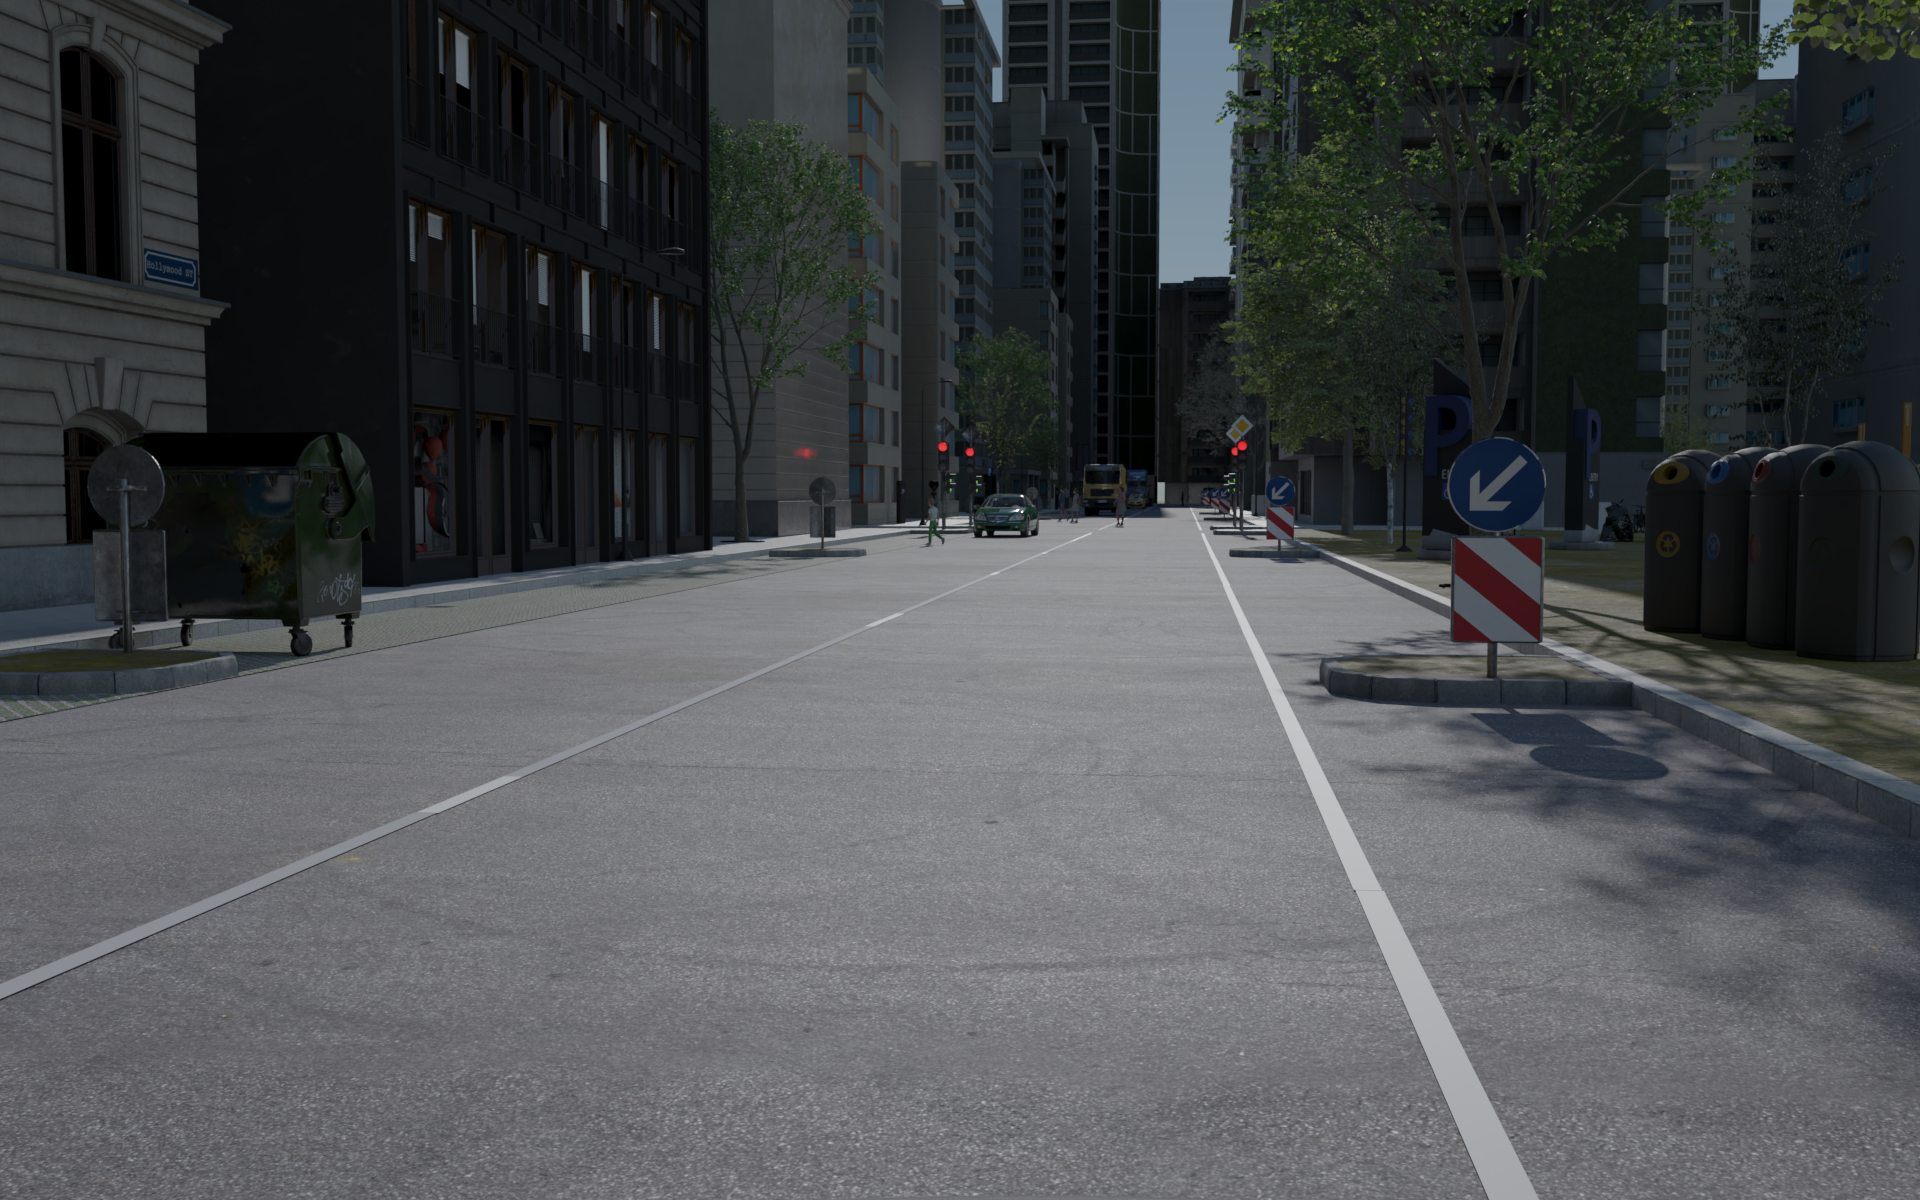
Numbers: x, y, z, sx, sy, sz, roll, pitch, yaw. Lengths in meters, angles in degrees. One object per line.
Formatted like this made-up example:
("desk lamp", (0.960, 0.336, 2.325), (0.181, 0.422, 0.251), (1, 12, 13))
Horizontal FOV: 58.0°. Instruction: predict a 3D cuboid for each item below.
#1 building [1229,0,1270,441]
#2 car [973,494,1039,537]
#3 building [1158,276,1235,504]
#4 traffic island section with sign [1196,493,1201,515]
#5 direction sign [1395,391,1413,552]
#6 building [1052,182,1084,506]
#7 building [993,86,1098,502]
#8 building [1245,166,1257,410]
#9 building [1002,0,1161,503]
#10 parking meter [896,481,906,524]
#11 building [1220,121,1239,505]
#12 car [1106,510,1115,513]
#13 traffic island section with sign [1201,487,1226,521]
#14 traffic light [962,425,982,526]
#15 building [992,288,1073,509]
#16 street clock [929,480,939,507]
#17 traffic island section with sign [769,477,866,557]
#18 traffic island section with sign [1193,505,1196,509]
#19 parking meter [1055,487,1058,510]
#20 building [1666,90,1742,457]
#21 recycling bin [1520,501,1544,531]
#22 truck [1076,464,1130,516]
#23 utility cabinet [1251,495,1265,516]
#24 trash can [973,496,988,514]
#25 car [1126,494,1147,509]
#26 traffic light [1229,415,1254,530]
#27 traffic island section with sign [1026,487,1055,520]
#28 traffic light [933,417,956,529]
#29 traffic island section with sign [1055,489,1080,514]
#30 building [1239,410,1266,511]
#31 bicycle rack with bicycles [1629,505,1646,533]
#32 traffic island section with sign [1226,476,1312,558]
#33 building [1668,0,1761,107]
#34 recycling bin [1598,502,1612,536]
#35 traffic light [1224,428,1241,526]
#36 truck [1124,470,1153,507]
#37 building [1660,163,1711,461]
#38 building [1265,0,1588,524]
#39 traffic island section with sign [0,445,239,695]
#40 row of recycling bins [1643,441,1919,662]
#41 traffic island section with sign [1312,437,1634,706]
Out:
("building", (41.387, -35.662, 172.314), (28.713, 52.752, 27.495), (0, 4, 7))
("car", (1.611, -2.897, 59.164), (2.131, 1.459, 4.920), (1, 4, 9))
("building", (33.697, -28.230, 233.259), (14.107, 30.474, 14.160), (0, 4, 7))
("traffic island section with sign", (17.735, -6.882, 121.148), (1.989, 1.847, 2.006), (0, 4, 7))
("direction sign", (9.927, -2.851, 38.609), (0.379, 3.537, 0.876), (2, 4, 31))
("building", (-2.802, -30.316, 187.549), (32.217, 40.220, 23.993), (0, 4, 7))
("building", (5.709, -35.931, 211.168), (21.600, 48.544, 21.300), (0, 4, 7))
("building", (32.329, -23.335, 153.227), (14.160, 30.474, 14.107), (0, 4, 7))
("building", (16.808, -48.839, 236.765), (20.611, 71.187, 20.563), (0, 4, 7))
("parking meter", (-2.565, -4.257, 75.319), (0.255, 1.863, 0.399), (2, 4, 35))
("building", (42.710, -35.603, 201.716), (23.786, 49.044, 30.456), (0, 4, 7))
("car", (10.990, -7.391, 132.643), (2.131, 1.459, 4.920), (0, 4, 7))
("traffic island section with sign", (14.268, -5.237, 94.247), (1.989, 1.847, 2.006), (0, 4, 7))
("traffic light", (0.458, -4.994, 70.580), (0.839, 4.253, 0.868), (0, 4, 7))
("building", (-4.237, -19.367, 161.689), (27.650, 21.520, 28.899), (0, 4, 7))
("street clock", (-1.314, -5.058, 87.276), (0.471, 2.002, 0.358), (-1, 4, -23))
("traffic island section with sign", (-3.224, -1.919, 40.002), (1.989, 1.847, 2.006), (0, 4, 7))
("traffic island section with sign", (24.096, -9.886, 170.262), (1.989, 1.847, 2.006), (0, 4, 7))
("parking meter", (7.763, -8.167, 139.243), (0.255, 1.863, 0.399), (0, 4, 1))
("building", (92.493, -35.237, 199.825), (21.600, 48.544, 21.300), (0, 4, 7))
("recycling bin", (20.006, -2.936, 60.558), (0.722, 1.027, 0.722), (1, 4, 14))
("truck", (9.663, -7.300, 115.281), (3.469, 3.379, 9.791), (0, 4, 7))
("utility cabinet", (17.518, -5.512, 101.279), (0.306, 1.237, 1.020), (-3, 5, -40))
("trash can", (1.195, -5.865, 107.542), (0.748, 1.137, 0.748), (0, 3, 0))
("car", (16.772, -9.455, 164.816), (2.015, 1.641, 3.980), (0, 4, 8))
("traffic light", (9.959, -4.428, 61.320), (0.839, 4.253, 0.868), (0, 4, 7))
("traffic island section with sign", (4.033, -5.346, 96.034), (1.989, 1.847, 2.006), (0, 4, 7))
("traffic light", (-0.567, -4.510, 62.661), (0.839, 4.253, 0.868), (0, 4, 7))
("traffic island section with sign", (7.494, -6.981, 122.767), (1.989, 1.847, 2.006), (0, 4, 7))
("building", (32.312, -49.668, 124.740), (22.319, 86.520, 31.000), (0, 4, 7))
("bicycle rack with bicycles", (23.099, -2.671, 57.061), (2.925, 0.926, 2.852), (-2, 4, -35))
("traffic island section with sign", (7.215, -1.910, 39.860), (1.989, 1.847, 2.006), (0, 4, 7))
("building", (93.157, -48.289, 227.771), (20.611, 71.187, 20.563), (0, 4, 7))
("recycling bin", (19.756, -2.527, 53.871), (0.722, 1.027, 0.722), (-2, 4, -24))
("traffic light", (10.984, -4.912, 69.239), (0.839, 4.253, 0.868), (0, 4, 7))
("truck", (20.507, -12.749, 198.211), (2.967, 4.110, 18.799), (1, 4, 9))
("building", (68.558, -30.954, 197.980), (23.993, 40.220, 32.217), (0, 4, 7))
("building", (22.782, -19.375, 88.489), (14.160, 30.474, 14.107), (0, 4, 7))
("traffic island section with sign", (-6.704, -0.281, 13.215), (1.989, 1.847, 2.006), (0, 4, 7))
("row of recycling bins", (6.999, -0.476, 14.903), (1.069, 1.692, 3.534), (0, 4, -3))
("traffic island section with sign", (3.707, -0.254, 12.777), (1.989, 1.847, 2.006), (0, 4, 7))
